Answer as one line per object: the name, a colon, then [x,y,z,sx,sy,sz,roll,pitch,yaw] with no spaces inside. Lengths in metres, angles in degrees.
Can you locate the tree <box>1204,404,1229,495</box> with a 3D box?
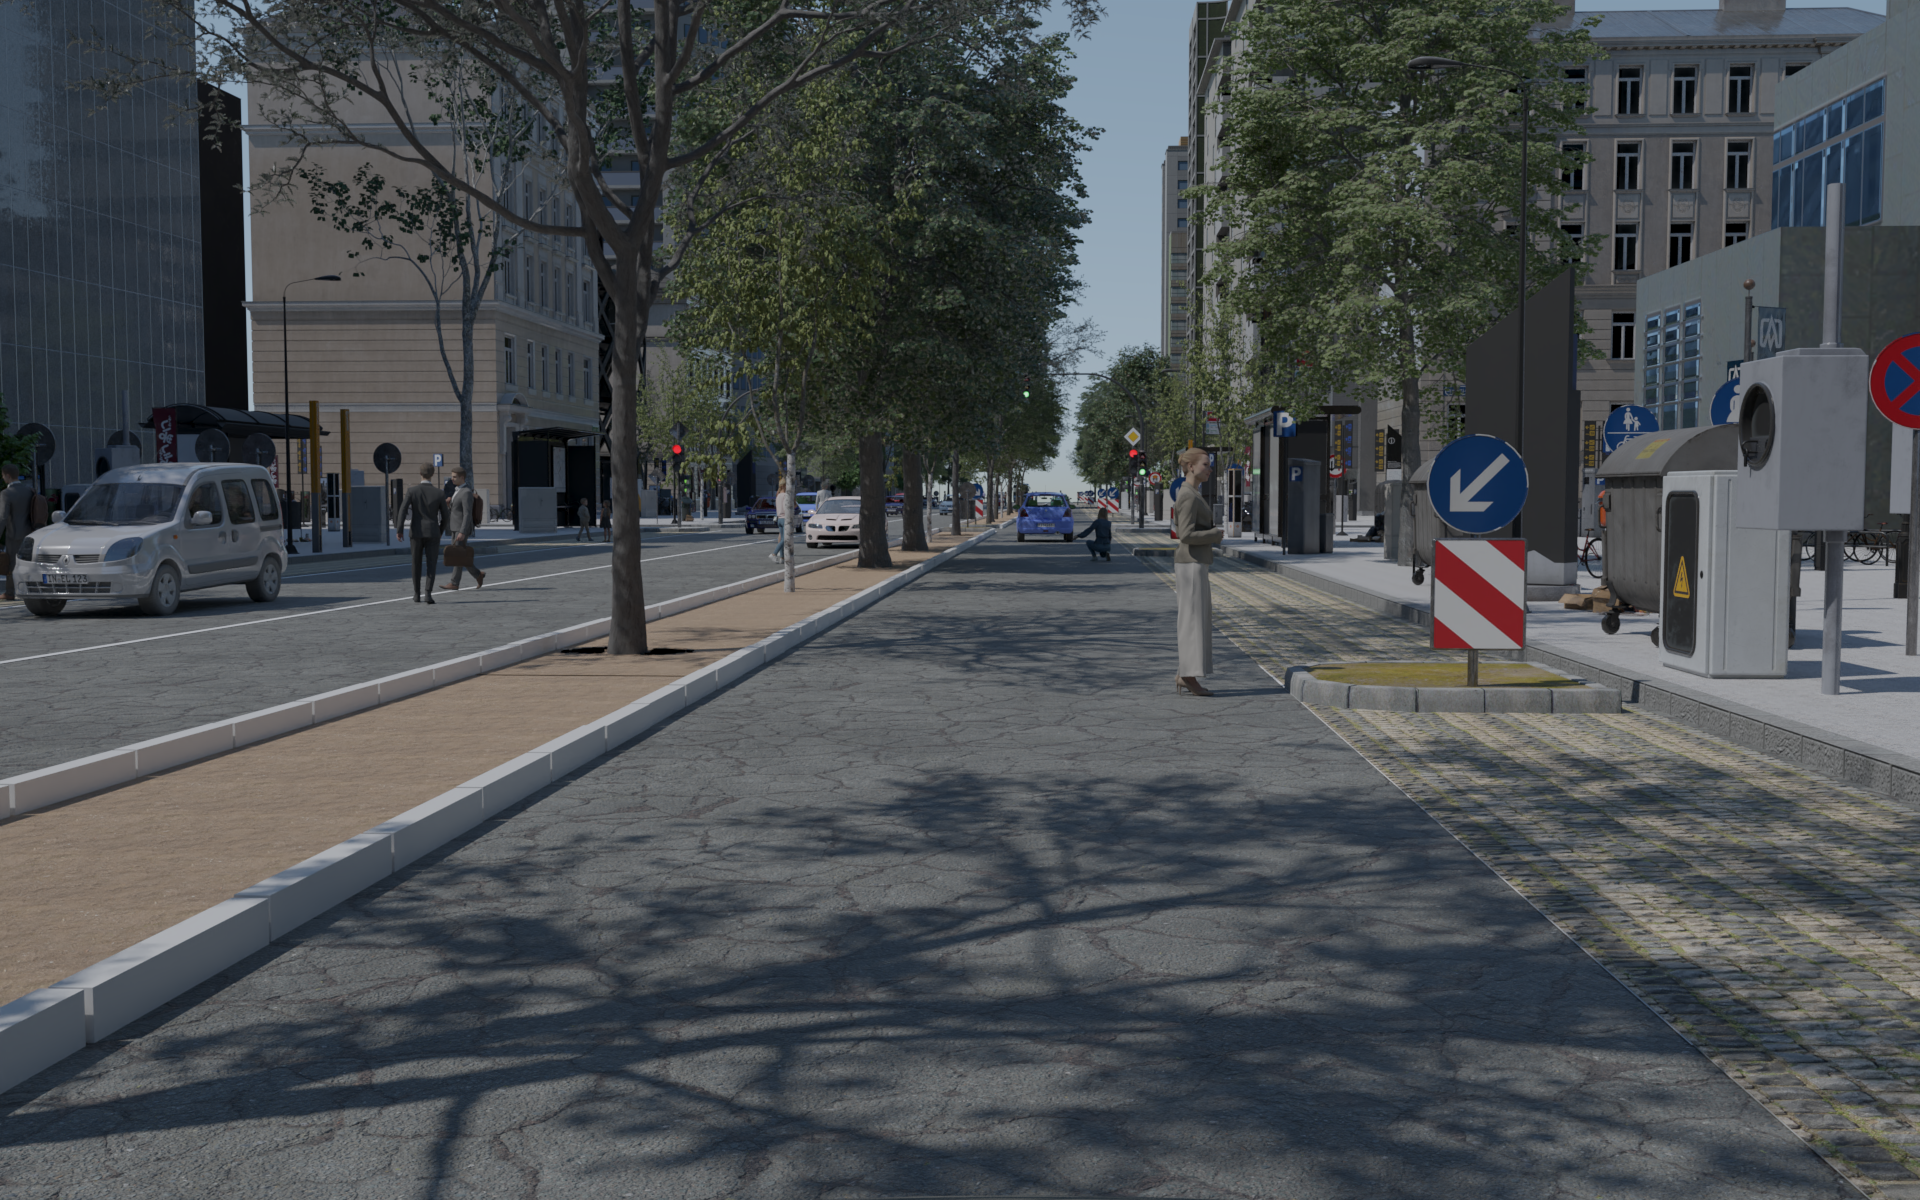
tree: [20.647,-11.409,136.894,4.360,8.622,3.978,0,3,0]

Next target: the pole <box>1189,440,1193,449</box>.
pole: [8.690,-4.374,65.353,0.158,3.312,0.155,0,3,0]

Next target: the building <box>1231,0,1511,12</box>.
building: [40.956,-35.429,168.499,28.713,52.752,27.495,0,4,3]

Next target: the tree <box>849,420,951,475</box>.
tree: [-7.274,-14.473,162.390,9.928,11.665,9.643,0,3,0]

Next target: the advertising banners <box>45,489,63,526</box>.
advertising banners: [-22.417,-2.761,41.324,2.074,3.025,0.090,0,4,-1]

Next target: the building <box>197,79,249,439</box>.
building: [-48.489,-16.043,91.976,15.834,23.373,12.332,0,4,3]

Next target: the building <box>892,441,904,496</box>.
building: [-16.320,-37.788,301.427,14.154,41.232,14.086,0,4,3]

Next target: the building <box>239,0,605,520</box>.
building: [-28.793,-18.985,96.307,13.634,28.700,20.117,0,4,3]

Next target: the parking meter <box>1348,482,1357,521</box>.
parking meter: [18.790,-4.719,82.861,0.399,1.863,0.255,-3,5,-40]

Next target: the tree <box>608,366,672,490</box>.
tree: [-18.384,-9.136,99.731,4.360,8.622,3.978,0,3,0]

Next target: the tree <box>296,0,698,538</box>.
tree: [-13.812,-11.988,51.898,12.611,20.169,13.585,0,3,0]

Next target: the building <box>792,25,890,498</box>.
building: [-21.571,-50.809,268.984,20.563,71.187,20.611,0,4,3]

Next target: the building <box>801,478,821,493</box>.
building: [-32.025,-30.542,191.238,32.217,40.220,23.993,0,4,3]

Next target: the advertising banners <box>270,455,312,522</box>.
advertising banners: [-30.152,-4.999,77.919,0.090,3.025,2.074,3,5,42]

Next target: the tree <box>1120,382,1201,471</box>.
tree: [12.659,-9.900,112.226,4.360,8.622,3.978,0,3,0]

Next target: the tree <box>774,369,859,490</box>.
tree: [-10.241,-12.930,129.528,7.486,12.596,7.792,0,3,0]

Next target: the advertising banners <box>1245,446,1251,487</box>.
advertising banners: [10.697,-4.061,62.589,0.090,3.025,2.074,-1,4,-14]

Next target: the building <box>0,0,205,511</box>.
building: [-34.805,-14.212,50.396,19.932,24.808,12.078,0,4,3]

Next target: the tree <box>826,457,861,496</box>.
tree: [-9.256,-9.621,141.012,4.285,4.588,4.351,0,3,0]

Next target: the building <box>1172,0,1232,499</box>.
building: [41.758,-49.741,251.524,20.563,71.187,20.611,0,4,3]

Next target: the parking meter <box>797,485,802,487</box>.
parking meter: [-10.651,-6.644,114.342,0.255,1.863,0.399,2,4,30]

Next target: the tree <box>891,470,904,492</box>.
tree: [-5.918,-12.640,190.377,4.285,4.588,4.351,0,3,0]

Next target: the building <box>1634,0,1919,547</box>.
building: [30.596,-44.109,33.860,22.319,86.520,31.000,0,4,3]

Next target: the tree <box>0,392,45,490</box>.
tree: [-15.778,-2.064,28.345,1.663,3.219,1.824,0,3,0]

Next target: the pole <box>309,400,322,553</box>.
pole: [-14.080,-2.691,37.845,0.158,3.312,0.155,0,3,0]

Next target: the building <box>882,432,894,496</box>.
building: [-18.561,-38.971,287.293,14.600,45.320,14.200,0,4,3]

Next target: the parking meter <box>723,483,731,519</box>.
parking meter: [-12.232,-5.213,90.940,0.399,1.863,0.255,-3,5,-40]

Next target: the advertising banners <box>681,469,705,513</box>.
advertising banners: [-18.973,-7.734,122.634,2.074,3.025,0.090,-2,4,-31]

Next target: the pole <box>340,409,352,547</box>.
pole: [-14.752,-2.922,41.622,0.158,3.312,0.155,0,3,0]

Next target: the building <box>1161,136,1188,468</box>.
building: [44.256,-45.795,290.746,21.231,58.520,28.212,0,4,3]

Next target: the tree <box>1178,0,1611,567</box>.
tree: [7.582,-6.869,30.439,7.486,12.596,7.792,0,3,0]

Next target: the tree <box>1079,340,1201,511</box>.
tree: [13.625,-12.960,128.900,9.611,12.733,9.660,0,3,0]

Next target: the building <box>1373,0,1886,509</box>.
building: [34.410,-17.738,87.283,25.104,27.353,12.463,0,4,3]

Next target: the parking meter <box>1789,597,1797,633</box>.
parking meter: [7.382,-0.445,15.684,0.372,1.533,0.369,0,3,0]

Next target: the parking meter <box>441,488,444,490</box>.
parking meter: [-19.362,-3.476,65.237,0.372,1.533,0.369,0,3,0]

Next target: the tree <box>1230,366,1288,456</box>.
tree: [18.235,-9.150,99.971,4.360,8.622,3.978,0,3,0]

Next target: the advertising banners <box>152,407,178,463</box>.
advertising banners: [-15.268,-2.367,34.895,2.074,3.025,0.090,0,4,7]

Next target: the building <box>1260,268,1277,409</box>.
building: [31.165,-18.905,138.773,12.332,23.373,15.834,0,4,3]

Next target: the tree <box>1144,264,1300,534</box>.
tree: [8.681,-6.421,55.350,4.737,8.622,4.395,0,3,0]

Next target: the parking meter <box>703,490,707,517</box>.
parking meter: [-14.487,-5.481,98.022,0.372,1.533,0.369,0,3,0]

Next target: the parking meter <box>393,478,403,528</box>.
parking meter: [-21.104,-3.629,65.052,0.255,1.863,0.399,-3,5,-41]

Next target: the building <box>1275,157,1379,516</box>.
building: [29.808,-18.131,115.507,14.314,24.678,30.058,0,4,3]

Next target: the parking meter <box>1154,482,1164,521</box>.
parking meter: [9.512,-4.714,82.792,0.255,1.863,0.399,-3,5,-41]

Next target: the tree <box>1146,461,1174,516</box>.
tree: [11.701,-6.484,100.607,1.663,3.219,1.824,0,3,0]

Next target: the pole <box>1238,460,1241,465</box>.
pole: [16.624,-6.682,103.099,0.158,3.312,0.155,0,3,0]

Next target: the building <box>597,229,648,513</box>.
building: [-29.761,-15.174,115.540,16.820,18.784,16.811,0,4,3]

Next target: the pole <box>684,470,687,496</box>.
pole: [-18.541,-7.520,116.797,0.158,3.312,0.155,0,3,0]

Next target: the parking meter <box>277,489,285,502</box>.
parking meter: [-32.174,-4.507,82.096,0.372,1.533,0.369,0,3,0]

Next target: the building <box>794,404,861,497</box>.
building: [-20.127,-29.379,252.039,14.160,30.474,14.107,0,4,3]

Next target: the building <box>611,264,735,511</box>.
building: [-24.530,-16.773,138.860,10.561,19.102,19.286,0,4,3]

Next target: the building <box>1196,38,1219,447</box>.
building: [42.188,-37.164,196.867,28.713,52.752,27.495,0,4,3]

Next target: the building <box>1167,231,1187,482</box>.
building: [39.392,-35.861,269.925,14.154,41.232,14.086,0,4,3]

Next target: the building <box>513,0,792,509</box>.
building: [-28.375,-38.037,163.905,21.231,58.520,28.212,0,4,3]

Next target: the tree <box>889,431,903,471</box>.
tree: [-4.557,-18.439,219.600,7.486,12.596,7.792,0,3,0]

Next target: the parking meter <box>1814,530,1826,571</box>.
parking meter: [14.501,-1.420,28.926,0.399,1.863,0.255,0,4,1]
